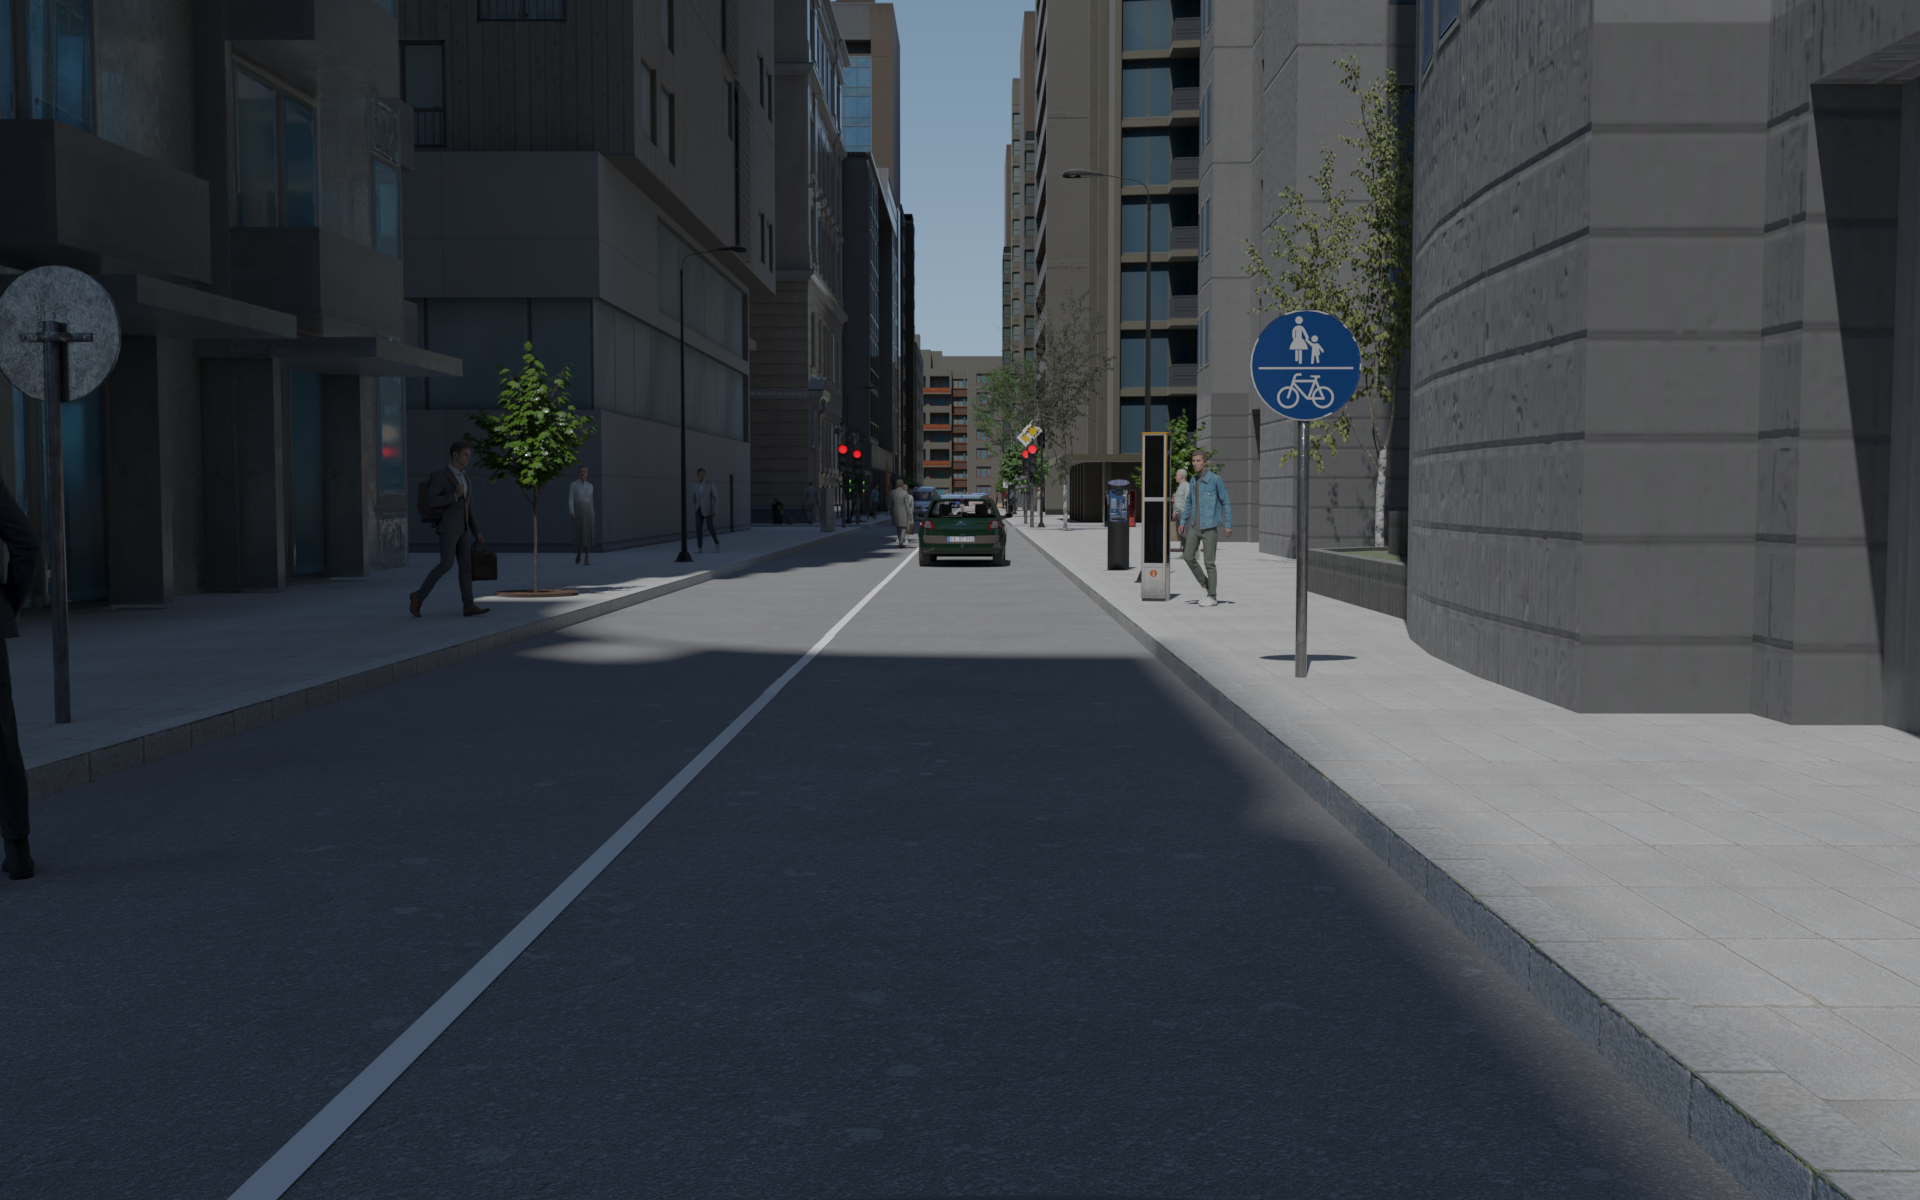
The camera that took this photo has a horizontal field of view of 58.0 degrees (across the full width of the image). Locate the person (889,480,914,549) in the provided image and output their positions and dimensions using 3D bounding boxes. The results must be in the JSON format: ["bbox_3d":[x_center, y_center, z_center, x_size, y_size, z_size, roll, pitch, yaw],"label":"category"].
[{"bbox_3d":[-1.528,-2.265,45.641,0.694,1.812,0.767,2,4,24],"label":"person"}]

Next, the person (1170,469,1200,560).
[{"bbox_3d":[4.377,-1.673,33.884,0.515,1.767,0.782,-1,4,-12],"label":"person"}]

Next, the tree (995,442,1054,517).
[{"bbox_3d":[3.698,-7.033,98.702,4.285,4.588,4.351,0,3,0],"label":"tree"}]

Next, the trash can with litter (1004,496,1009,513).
[{"bbox_3d":[3.307,-6.610,119.458,0.624,1.170,1.055,0,4,-3],"label":"trash can with litter"}]

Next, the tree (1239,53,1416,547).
[{"bbox_3d":[6.906,-4.790,28.674,4.737,8.622,4.395,0,3,0],"label":"tree"}]

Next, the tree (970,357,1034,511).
[{"bbox_3d":[4.327,-12.516,130.386,9.928,11.665,9.643,0,3,0],"label":"tree"}]

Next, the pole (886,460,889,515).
[{"bbox_3d":[-4.391,-6.757,104.323,0.158,3.312,0.155,0,3,0],"label":"pole"}]

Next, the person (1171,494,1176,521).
[{"bbox_3d":[8.867,-3.819,71.296,0.532,1.782,0.716,2,4,34],"label":"person"}]

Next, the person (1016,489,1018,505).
[{"bbox_3d":[4.022,-7.395,127.298,0.623,1.781,0.721,1,4,23],"label":"person"}]

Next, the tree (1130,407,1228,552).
[{"bbox_3d":[4.918,-2.685,38.506,1.663,3.219,1.824,0,3,0],"label":"tree"}]

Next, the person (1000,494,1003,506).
[{"bbox_3d":[4.529,-11.052,187.430,0.721,1.739,1.217,-1,4,-9],"label":"person"}]

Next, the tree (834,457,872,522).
[{"bbox_3d":[-4.781,-5.205,79.703,1.663,3.219,1.824,0,3,0],"label":"tree"}]

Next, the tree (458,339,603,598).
[{"bbox_3d":[-5.495,-1.664,21.807,1.663,3.219,1.824,0,3,0],"label":"tree"}]

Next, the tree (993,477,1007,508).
[{"bbox_3d":[3.965,-10.447,165.411,1.663,3.219,1.824,0,3,0],"label":"tree"}]

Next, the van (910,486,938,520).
[{"bbox_3d":[-1.952,-5.342,94.352,2.013,2.044,4.112,0,4,1],"label":"van"}]

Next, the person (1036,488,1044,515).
[{"bbox_3d":[4.808,-6.002,104.725,0.362,1.759,0.519,-2,4,-33],"label":"person"}]

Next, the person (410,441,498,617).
[{"bbox_3d":[-5.313,-0.741,18.123,0.822,1.834,0.622,1,4,11],"label":"person"}]

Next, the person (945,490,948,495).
[{"bbox_3d":[-1.120,-8.206,143.211,0.519,1.759,0.362,3,5,44],"label":"person"}]

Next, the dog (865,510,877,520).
[{"bbox_3d":[-4.444,-4.259,86.463,0.406,0.507,0.540,2,4,25],"label":"dog"}]

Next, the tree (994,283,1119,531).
[{"bbox_3d":[3.419,-6.696,59.835,4.360,8.622,3.978,0,3,0],"label":"tree"}]

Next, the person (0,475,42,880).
[{"bbox_3d":[-3.704,0.097,6.271,0.648,1.900,0.474,-3,5,-42],"label":"person"}]

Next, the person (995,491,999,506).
[{"bbox_3d":[4.113,-11.197,189.801,0.721,1.739,1.217,1,4,10],"label":"person"}]

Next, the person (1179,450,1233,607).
[{"bbox_3d":[2.815,-0.821,19.809,0.444,1.785,0.601,-3,4,-37],"label":"person"}]

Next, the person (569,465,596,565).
[{"bbox_3d":[-6.847,-1.532,31.324,0.478,1.798,0.641,-1,4,-17],"label":"person"}]

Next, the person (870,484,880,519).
[{"bbox_3d":[-4.463,-5.149,90.243,0.620,1.820,0.660,1,4,16],"label":"person"}]

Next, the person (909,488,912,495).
[{"bbox_3d":[-2.899,-5.987,106.401,0.620,1.820,0.660,-3,5,-44],"label":"person"}]

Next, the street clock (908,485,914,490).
[{"bbox_3d":[-3.965,-8.282,139.976,0.471,2.002,0.358,-1,4,-19],"label":"street clock"}]

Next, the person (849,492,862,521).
[{"bbox_3d":[-5.078,-4.750,83.623,0.656,1.842,0.836,-3,4,-38],"label":"person"}]

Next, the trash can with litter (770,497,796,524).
[{"bbox_3d":[-7.506,-3.795,73.442,1.055,1.170,0.624,0,4,0],"label":"trash can with litter"}]

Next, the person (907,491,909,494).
[{"bbox_3d":[-4.348,-8.263,141.627,0.782,1.767,0.515,0,4,6],"label":"person"}]

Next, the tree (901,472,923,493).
[{"bbox_3d":[-4.239,-9.468,149.402,1.663,3.219,1.824,0,3,0],"label":"tree"}]

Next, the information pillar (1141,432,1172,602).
[{"bbox_3d":[2.351,-0.994,20.745,0.304,2.012,0.304,1,4,17],"label":"information pillar"}]

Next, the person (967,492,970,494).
[{"bbox_3d":[0.943,-12.386,211.454,0.568,1.767,0.683,0,4,-5],"label":"person"}]

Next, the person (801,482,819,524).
[{"bbox_3d":[-6.393,-4.141,73.874,0.709,1.813,0.853,-2,4,-26],"label":"person"}]

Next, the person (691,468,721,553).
[{"bbox_3d":[-5.541,-1.945,37.689,0.661,1.843,0.795,1,4,19],"label":"person"}]

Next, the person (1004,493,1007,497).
[{"bbox_3d":[4.946,-10.942,184.875,0.705,1.831,1.348,-2,4,-26],"label":"person"}]

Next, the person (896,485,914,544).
[{"bbox_3d":[-1.580,-2.487,50.173,0.512,1.701,0.522,-1,4,-16],"label":"person"}]
